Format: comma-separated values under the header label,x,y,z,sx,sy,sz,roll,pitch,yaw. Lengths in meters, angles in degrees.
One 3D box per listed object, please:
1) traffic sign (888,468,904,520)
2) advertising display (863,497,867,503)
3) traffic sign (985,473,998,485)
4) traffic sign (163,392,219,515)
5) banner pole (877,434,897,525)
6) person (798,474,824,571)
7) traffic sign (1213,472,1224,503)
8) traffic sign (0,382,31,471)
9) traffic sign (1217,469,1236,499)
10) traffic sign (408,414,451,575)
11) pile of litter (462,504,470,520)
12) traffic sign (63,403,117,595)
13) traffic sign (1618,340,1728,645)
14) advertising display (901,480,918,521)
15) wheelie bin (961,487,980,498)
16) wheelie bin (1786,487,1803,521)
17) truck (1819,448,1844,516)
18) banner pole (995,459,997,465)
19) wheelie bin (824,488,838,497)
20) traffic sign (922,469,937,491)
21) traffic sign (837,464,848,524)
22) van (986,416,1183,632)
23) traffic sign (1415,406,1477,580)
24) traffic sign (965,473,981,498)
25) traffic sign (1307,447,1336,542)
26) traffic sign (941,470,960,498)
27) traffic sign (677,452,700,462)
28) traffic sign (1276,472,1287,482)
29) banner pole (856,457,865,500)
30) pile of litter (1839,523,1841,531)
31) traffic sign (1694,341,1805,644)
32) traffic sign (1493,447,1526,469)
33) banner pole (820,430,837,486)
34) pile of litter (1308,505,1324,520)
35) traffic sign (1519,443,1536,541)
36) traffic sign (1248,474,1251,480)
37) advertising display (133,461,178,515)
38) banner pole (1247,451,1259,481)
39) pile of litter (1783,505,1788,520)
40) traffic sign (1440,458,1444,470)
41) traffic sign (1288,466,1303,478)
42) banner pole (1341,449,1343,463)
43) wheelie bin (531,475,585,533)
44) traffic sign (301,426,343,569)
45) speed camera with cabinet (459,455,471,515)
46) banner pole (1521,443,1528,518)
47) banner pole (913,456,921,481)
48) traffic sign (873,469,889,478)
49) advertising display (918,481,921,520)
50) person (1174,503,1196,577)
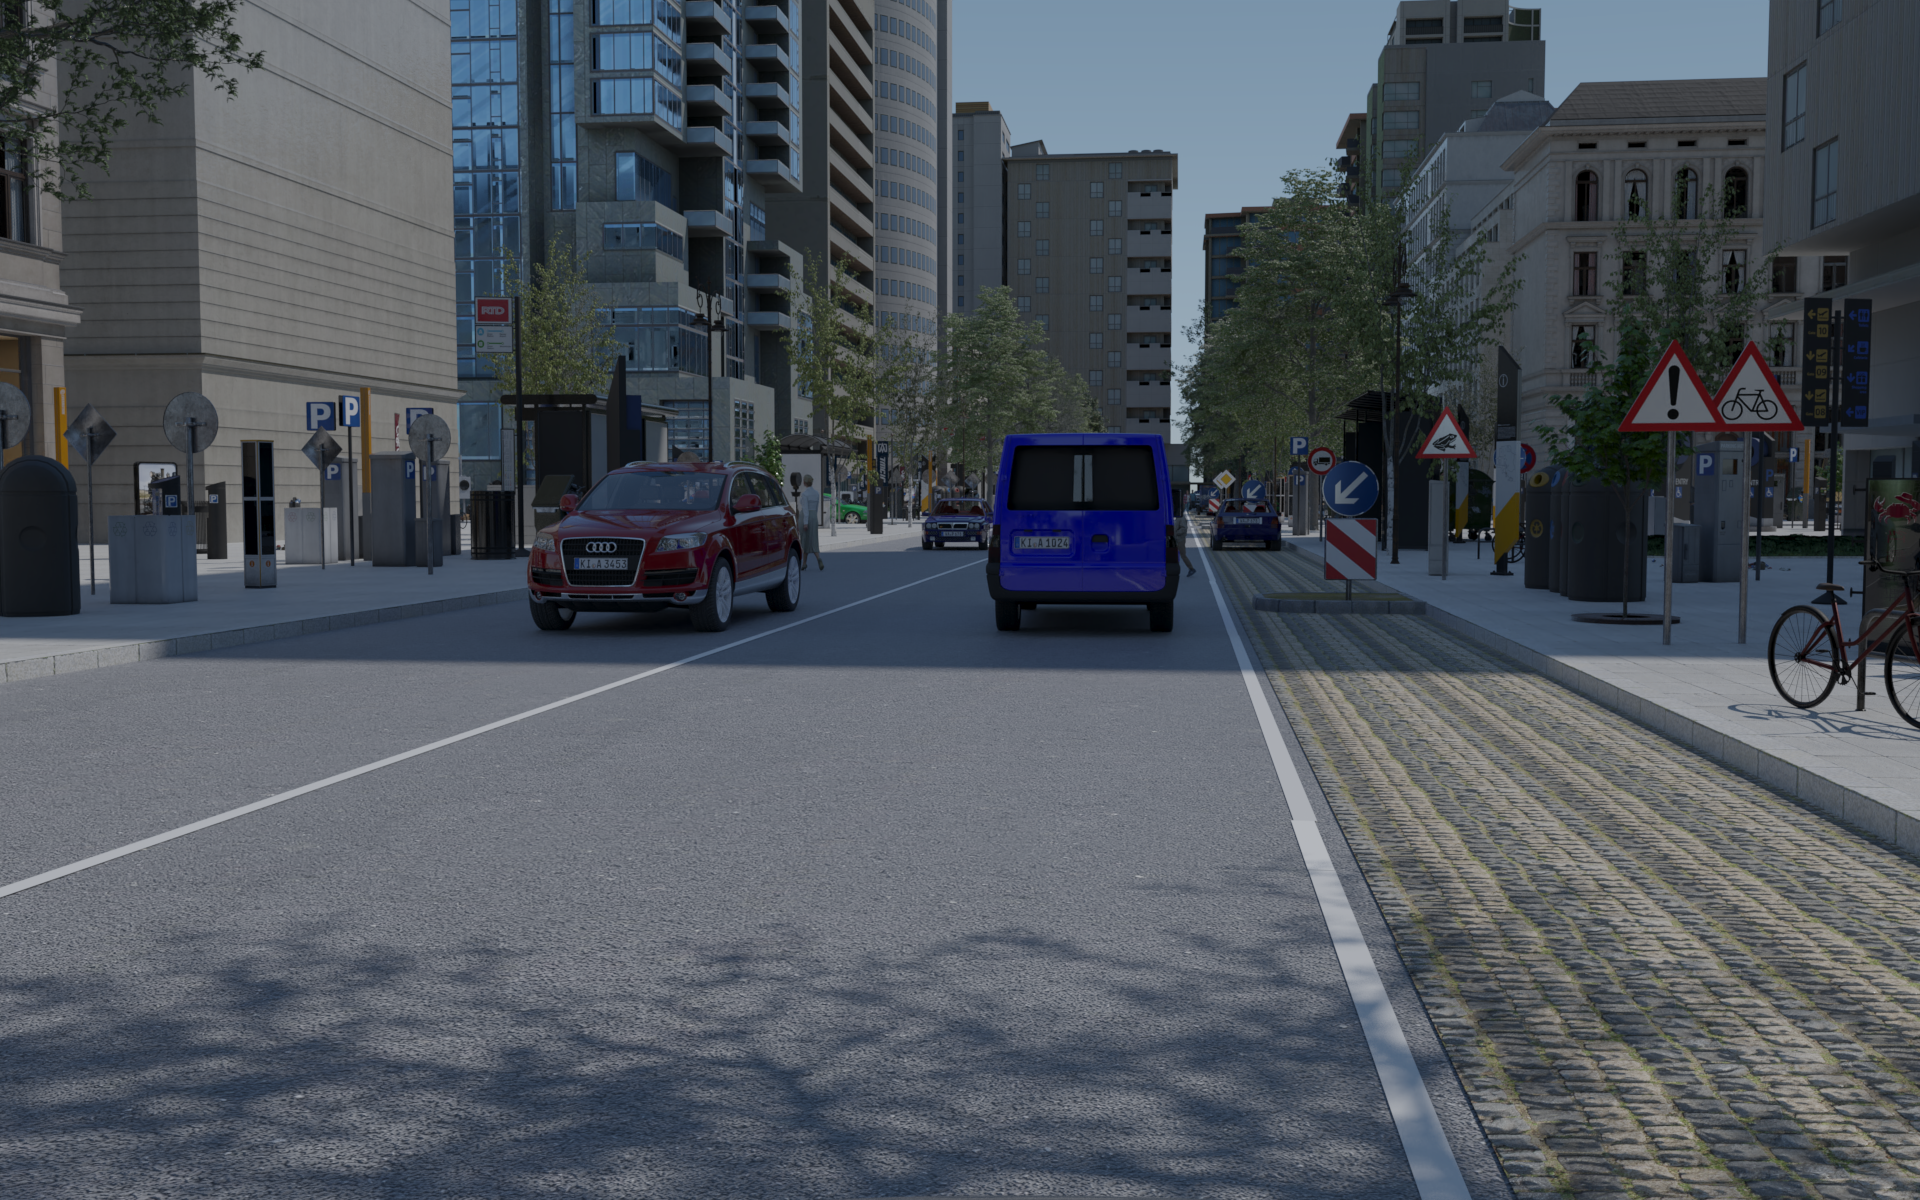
label,x,y,z,sx,sy,sz,roll,pitch,yaw
traffic sign,-3.156,-5.246,85.773,0.884,2.594,0.081,1,4,13
advertising display,-8.084,-8.528,144.652,0.974,1.923,0.123,0,4,2
traffic sign,1.820,-6.195,101.388,0.768,2.556,0.104,0,4,8
traffic sign,-9.600,-1.315,21.605,0.768,2.556,0.104,1,4,11
banner pole,-3.036,-4.990,71.598,0.863,3.779,0.401,0,4,-8
person,-2.773,-1.443,32.314,0.478,1.798,0.641,-3,4,-39
traffic sign,11.853,-4.583,78.566,0.795,2.450,0.064,0,4,7
traffic sign,-10.891,-1.196,19.660,0.768,2.556,0.104,1,4,9
traffic sign,10.850,-4.098,70.644,0.795,2.450,0.064,0,4,7
traffic sign,-8.435,-1.676,27.514,0.768,2.556,0.104,1,4,16
pile of litter,-24.164,-4.327,84.712,1.176,0.858,1.719,-1,4,-20
traffic sign,-11.040,-1.272,21.990,0.795,2.450,0.064,1,4,14
traffic sign,6.020,-0.898,14.680,0.884,2.594,0.081,1,4,9
advertising display,-2.455,-4.725,82.463,0.123,1.923,0.974,2,4,34
wheelie bin,0.529,-4.584,82.862,0.980,1.594,0.693,-3,5,-43
wheelie bin,39.381,-4.505,81.570,0.693,1.594,0.980,-1,4,-21
truck,39.923,-4.620,71.468,9.791,3.379,3.469,0,4,5
banner pole,2.432,-7.293,109.262,0.863,3.779,0.401,-2,4,-29
wheelie bin,-6.325,-4.667,84.220,0.980,1.594,0.693,2,4,29
traffic sign,-1.585,-5.416,88.657,0.768,2.556,0.104,1,4,12
traffic sign,-5.136,-4.496,73.614,0.768,2.556,0.104,1,4,13
van,1.465,-0.939,19.732,2.240,2.365,5.245,0,4,6
traffic sign,7.217,-1.575,25.750,0.884,2.594,0.081,1,4,14
traffic sign,0.601,-4.671,80.006,0.795,2.450,0.064,0,4,7
traffic sign,9.749,-2.850,46.700,0.768,2.556,0.104,1,4,15
traffic sign,-0.402,-4.186,72.084,0.795,2.450,0.064,0,4,7
traffic sign,-8.145,-3.169,51.911,0.768,2.556,0.104,1,4,11
traffic sign,18.814,-6.222,101.830,0.768,2.556,0.104,1,4,12
banner pole,-6.630,-7.647,115.047,0.863,3.779,0.401,-3,4,-37
pile of litter,30.958,-2.783,59.462,1.719,0.858,1.176,-1,4,-15
traffic sign,6.712,-0.904,14.788,0.884,2.594,0.081,1,4,10
traffic sign,13.417,-2.585,42.368,0.768,2.556,0.104,1,4,12
banner pole,-5.164,-4.747,67.631,0.863,3.779,0.401,-2,4,-26
pile of litter,17.751,-4.453,86.764,1.719,0.858,1.176,0,4,3
traffic sign,14.043,-2.652,43.468,0.768,2.556,0.104,0,4,8
traffic sign,18.217,-6.567,107.480,0.768,2.556,0.104,1,4,14
advertising display,-15.981,-1.789,34.464,0.123,1.923,0.974,2,4,23
banner pole,16.951,-6.766,100.648,0.863,3.779,0.401,0,4,5
pile of litter,40.847,-4.438,86.519,1.719,0.858,1.176,3,5,45
traffic sign,14.327,-3.195,52.339,0.768,2.556,0.104,1,4,12
traffic sign,15.497,-4.879,79.884,0.768,2.556,0.104,1,4,16
banner pole,18.910,-5.811,85.028,0.401,3.779,0.863,3,5,45
wheelie bin,-6.606,-1.261,28.518,0.980,1.594,0.693,2,4,31
traffic sign,-10.838,-1.727,29.420,0.795,2.450,0.064,1,4,14
speed camera with cabinet,-25.804,-5.697,87.487,2.038,3.252,0.660,-3,4,-38
banner pole,27.646,-5.811,85.034,0.401,3.779,0.863,-1,4,-20
banner pole,-2.855,-7.582,113.980,0.863,3.779,0.401,-2,4,-27
traffic sign,-3.742,-5.013,82.073,0.768,2.556,0.104,1,4,13
advertising display,-2.086,-4.908,85.467,0.123,1.923,0.974,-1,4,-13
person,3.796,-1.047,29.894,0.640,1.303,0.475,-1,4,-21
